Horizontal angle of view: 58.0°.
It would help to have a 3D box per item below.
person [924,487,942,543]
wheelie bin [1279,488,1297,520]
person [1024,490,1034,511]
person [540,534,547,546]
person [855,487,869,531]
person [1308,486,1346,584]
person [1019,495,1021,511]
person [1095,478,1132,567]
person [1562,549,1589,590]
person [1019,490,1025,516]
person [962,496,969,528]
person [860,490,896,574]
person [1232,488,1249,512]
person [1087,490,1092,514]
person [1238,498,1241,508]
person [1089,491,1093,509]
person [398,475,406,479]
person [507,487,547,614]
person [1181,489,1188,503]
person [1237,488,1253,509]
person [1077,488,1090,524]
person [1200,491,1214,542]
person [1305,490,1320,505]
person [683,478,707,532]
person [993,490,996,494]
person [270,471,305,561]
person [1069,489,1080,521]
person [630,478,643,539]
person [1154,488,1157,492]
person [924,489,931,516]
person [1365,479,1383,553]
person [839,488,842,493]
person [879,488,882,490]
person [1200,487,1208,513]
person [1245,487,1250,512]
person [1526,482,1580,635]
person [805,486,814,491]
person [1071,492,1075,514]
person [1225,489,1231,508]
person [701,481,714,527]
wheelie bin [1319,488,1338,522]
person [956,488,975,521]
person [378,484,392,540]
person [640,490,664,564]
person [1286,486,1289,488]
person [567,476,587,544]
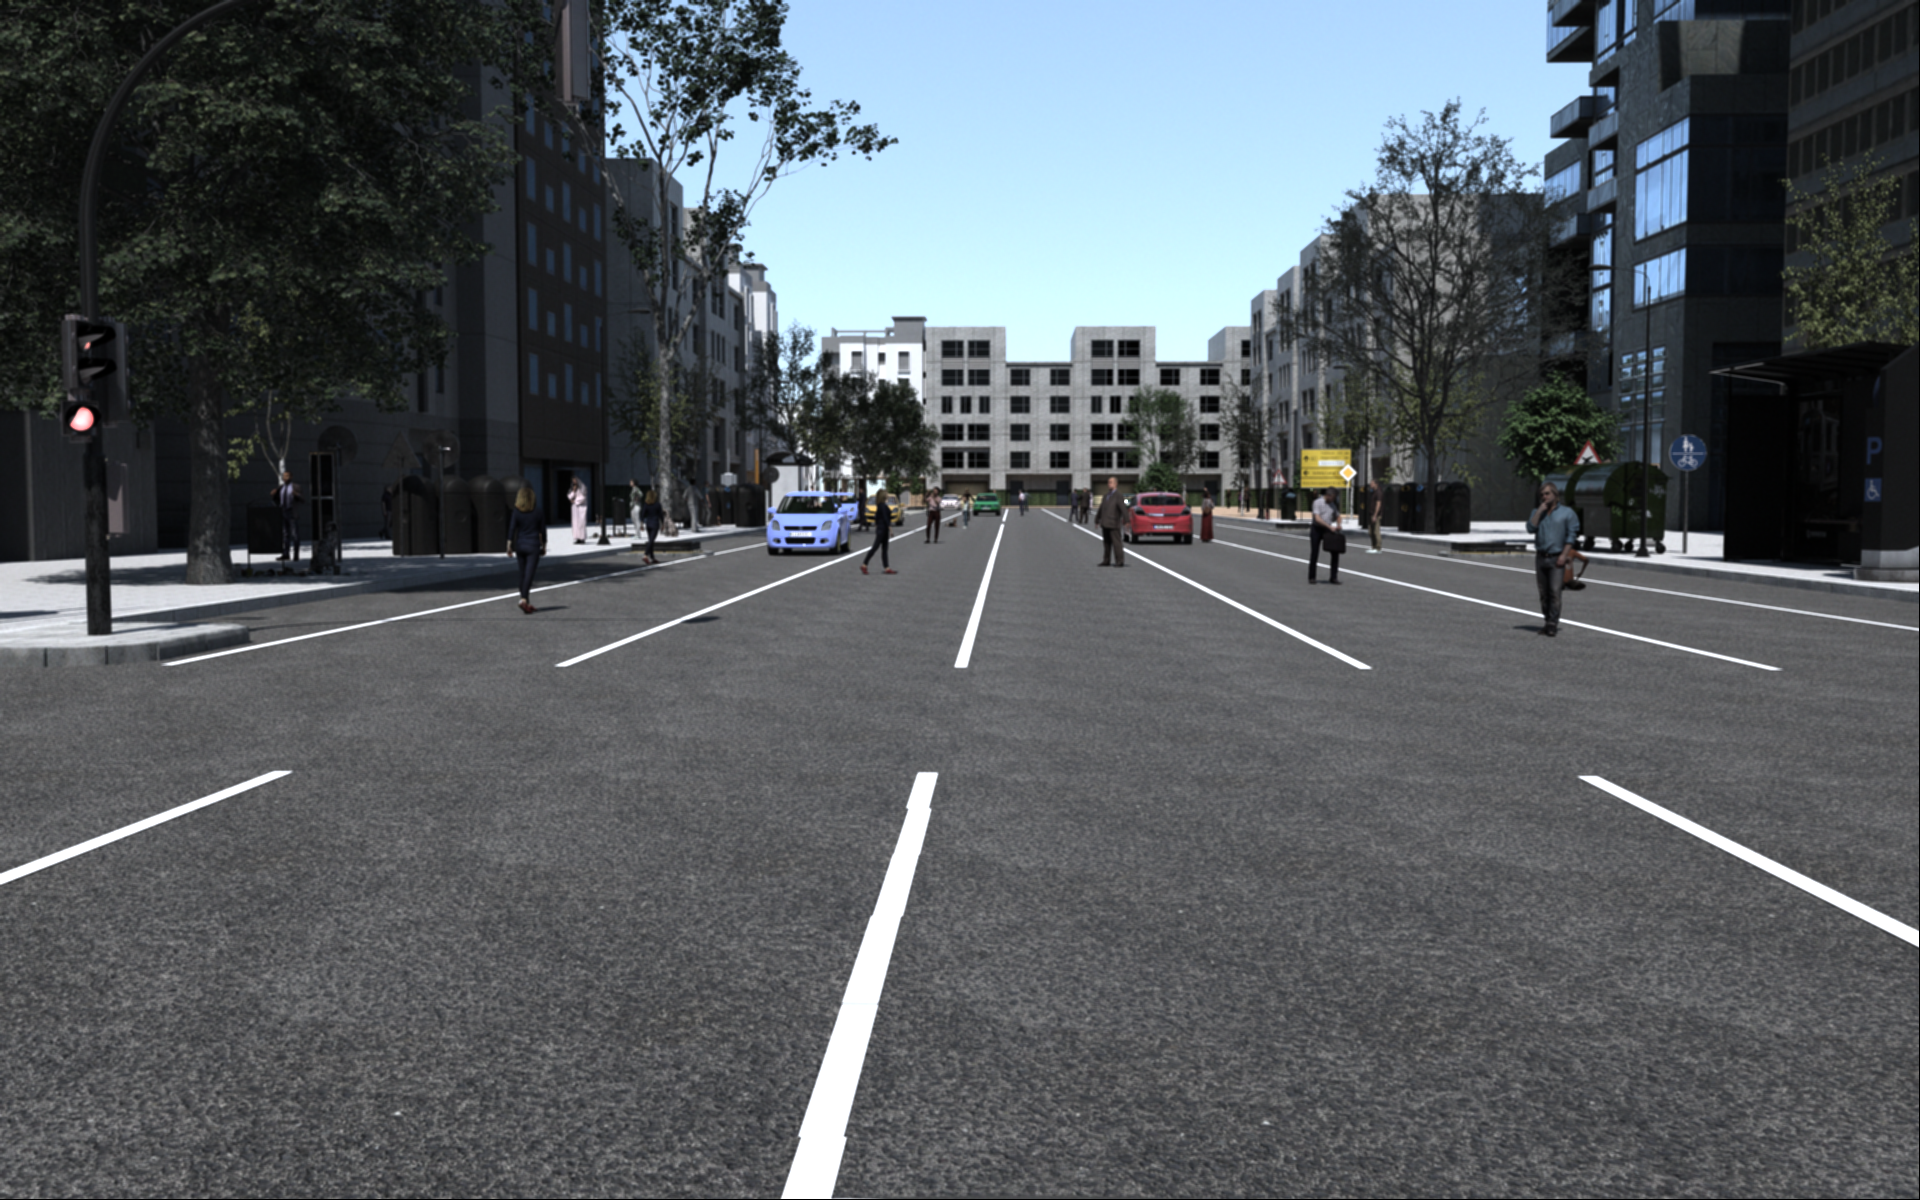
[{"bbox_3d":[-0.782,-2.474,50.416,0.566,1.644,0.517,-2,4,-32],"label":"person"},{"bbox_3d":[16.341,-4.790,86.228,0.693,1.594,0.980,-3,4,-37],"label":"wheelie bin"},{"bbox_3d":[5.541,-8.359,145.259,1.350,1.814,0.705,1,4,22],"label":"person"},{"bbox_3d":[-10.349,-1.589,42.492,0.357,0.543,0.381,1,4,16],"label":"person"},{"bbox_3d":[-3.783,-3.509,66.792,0.530,1.710,0.541,0,4,-8],"label":"person"},{"bbox_3d":[5.859,-1.032,27.591,0.614,1.554,0.590,-2,4,-30],"label":"person"},{"bbox_3d":[5.094,-8.030,143.019,0.599,1.433,0.991,2,4,26],"label":"person"},{"bbox_3d":[2.986,-1.535,34.142,0.434,1.755,0.990,-2,4,-35],"label":"person"},{"bbox_3d":[9.088,-0.555,25.865,0.859,0.850,0.655,0,4,7],"label":"person"},{"bbox_3d":[4.011,-6.403,114.121,0.436,1.711,0.756,3,4,36],"label":"person"},{"bbox_3d":[0.201,-3.660,72.252,0.340,1.345,0.435,-2,4,-27],"label":"person"},{"bbox_3d":[-1.461,-1.222,31.029,0.613,1.512,0.480,-2,4,-23],"label":"person"},{"bbox_3d":[19.719,-7.025,121.579,1.217,1.739,0.721,0,4,5],"label":"person"},{"bbox_3d":[9.182,-7.031,124.381,0.530,1.710,0.541,-3,5,-41],"label":"person"},{"bbox_3d":[26.333,-9.324,161.728,0.421,1.427,0.697,-3,5,-43],"label":"person"},{"bbox_3d":[12.103,-9.280,160.894,0.551,1.740,0.621,1,4,19],"label":"person"},{"bbox_3d":[-13.231,-2.105,41.172,0.504,1.737,0.576,1,4,10],"label":"person"},{"bbox_3d":[-5.213,-0.602,20.889,0.480,1.512,0.613,-1,4,-20],"label":"person"},{"bbox_3d":[19.253,-8.751,149.131,0.705,1.824,1.348,-2,4,-31],"label":"person"},{"bbox_3d":[24.092,-8.569,146.173,1.348,1.821,0.705,1,4,16],"label":"person"},{"bbox_3d":[5.963,-4.565,83.824,0.600,1.739,0.565,2,4,33],"label":"person"},{"bbox_3d":[7.321,-2.470,51.357,0.387,1.526,0.523,-1,4,-20],"label":"person"},{"bbox_3d":[22.438,-6.300,109.567,1.217,1.766,0.721,2,4,29],"label":"person"},{"bbox_3d":[-8.911,-3.192,58.373,0.875,1.805,0.789,2,4,30],"label":"person"},{"bbox_3d":[2.808,-7.912,138.409,0.434,1.755,0.990,0,4,1],"label":"person"},{"bbox_3d":[-12.940,-1.617,33.304,0.655,1.722,0.431,1,4,19],"label":"person"},{"bbox_3d":[6.016,-4.964,90.582,0.530,1.710,0.541,-3,5,-41],"label":"person"},{"bbox_3d":[-9.225,-2.606,49.369,0.376,1.734,0.841,-1,4,-9],"label":"person"},{"bbox_3d":[12.257,-6.131,108.885,1.348,1.807,0.705,1,4,17],"label":"person"},{"bbox_3d":[-1.962,-6.336,112.615,0.721,1.766,1.217,3,4,38],"label":"person"},{"bbox_3d":[10.065,-2.046,42.084,0.434,1.807,0.598,1,4,19],"label":"person"},{"bbox_3d":[-9.633,-8.238,141.416,0.721,1.739,1.217,0,4,3],"label":"person"},{"bbox_3d":[-6.469,-8.068,138.674,0.721,1.743,1.217,-2,4,-32],"label":"person"},{"bbox_3d":[16.493,-6.754,116.918,0.568,1.767,0.683,1,4,17],"label":"person"},{"bbox_3d":[20.915,-7.328,125.989,0.705,1.807,1.348,1,4,14],"label":"person"},{"bbox_3d":[6.031,-0.424,17.639,0.429,1.552,0.499,-1,4,-22],"label":"person"},{"bbox_3d":[-7.937,-5.230,92.362,0.445,1.727,0.742,2,4,30],"label":"person"},{"bbox_3d":[8.274,-7.095,124.958,0.568,1.767,0.683,-3,5,-41],"label":"person"},{"bbox_3d":[24.591,-9.328,159.075,0.721,1.766,1.217,-1,4,-17],"label":"person"},{"bbox_3d":[-9.910,-3.771,67.829,0.434,1.807,0.598,-1,4,-23],"label":"person"},{"bbox_3d":[16.764,-4.334,78.769,0.980,1.594,0.693,-1,4,-15],"label":"wheelie bin"},{"bbox_3d":[0.313,-5.147,93.173,1.217,1.766,0.721,-2,4,-33],"label":"person"},{"bbox_3d":[-16.159,-2.483,48.841,0.471,1.553,0.569,2,4,32],"label":"person"},{"bbox_3d":[-6.322,-1.495,35.488,0.480,1.512,0.613,0,3,0],"label":"person"},{"bbox_3d":[22.407,-6.874,118.438,0.705,1.823,1.348,2,4,28],"label":"person"},{"bbox_3d":[-9.793,-2.303,44.369,0.551,1.740,0.621,0,4,3],"label":"person"}]
